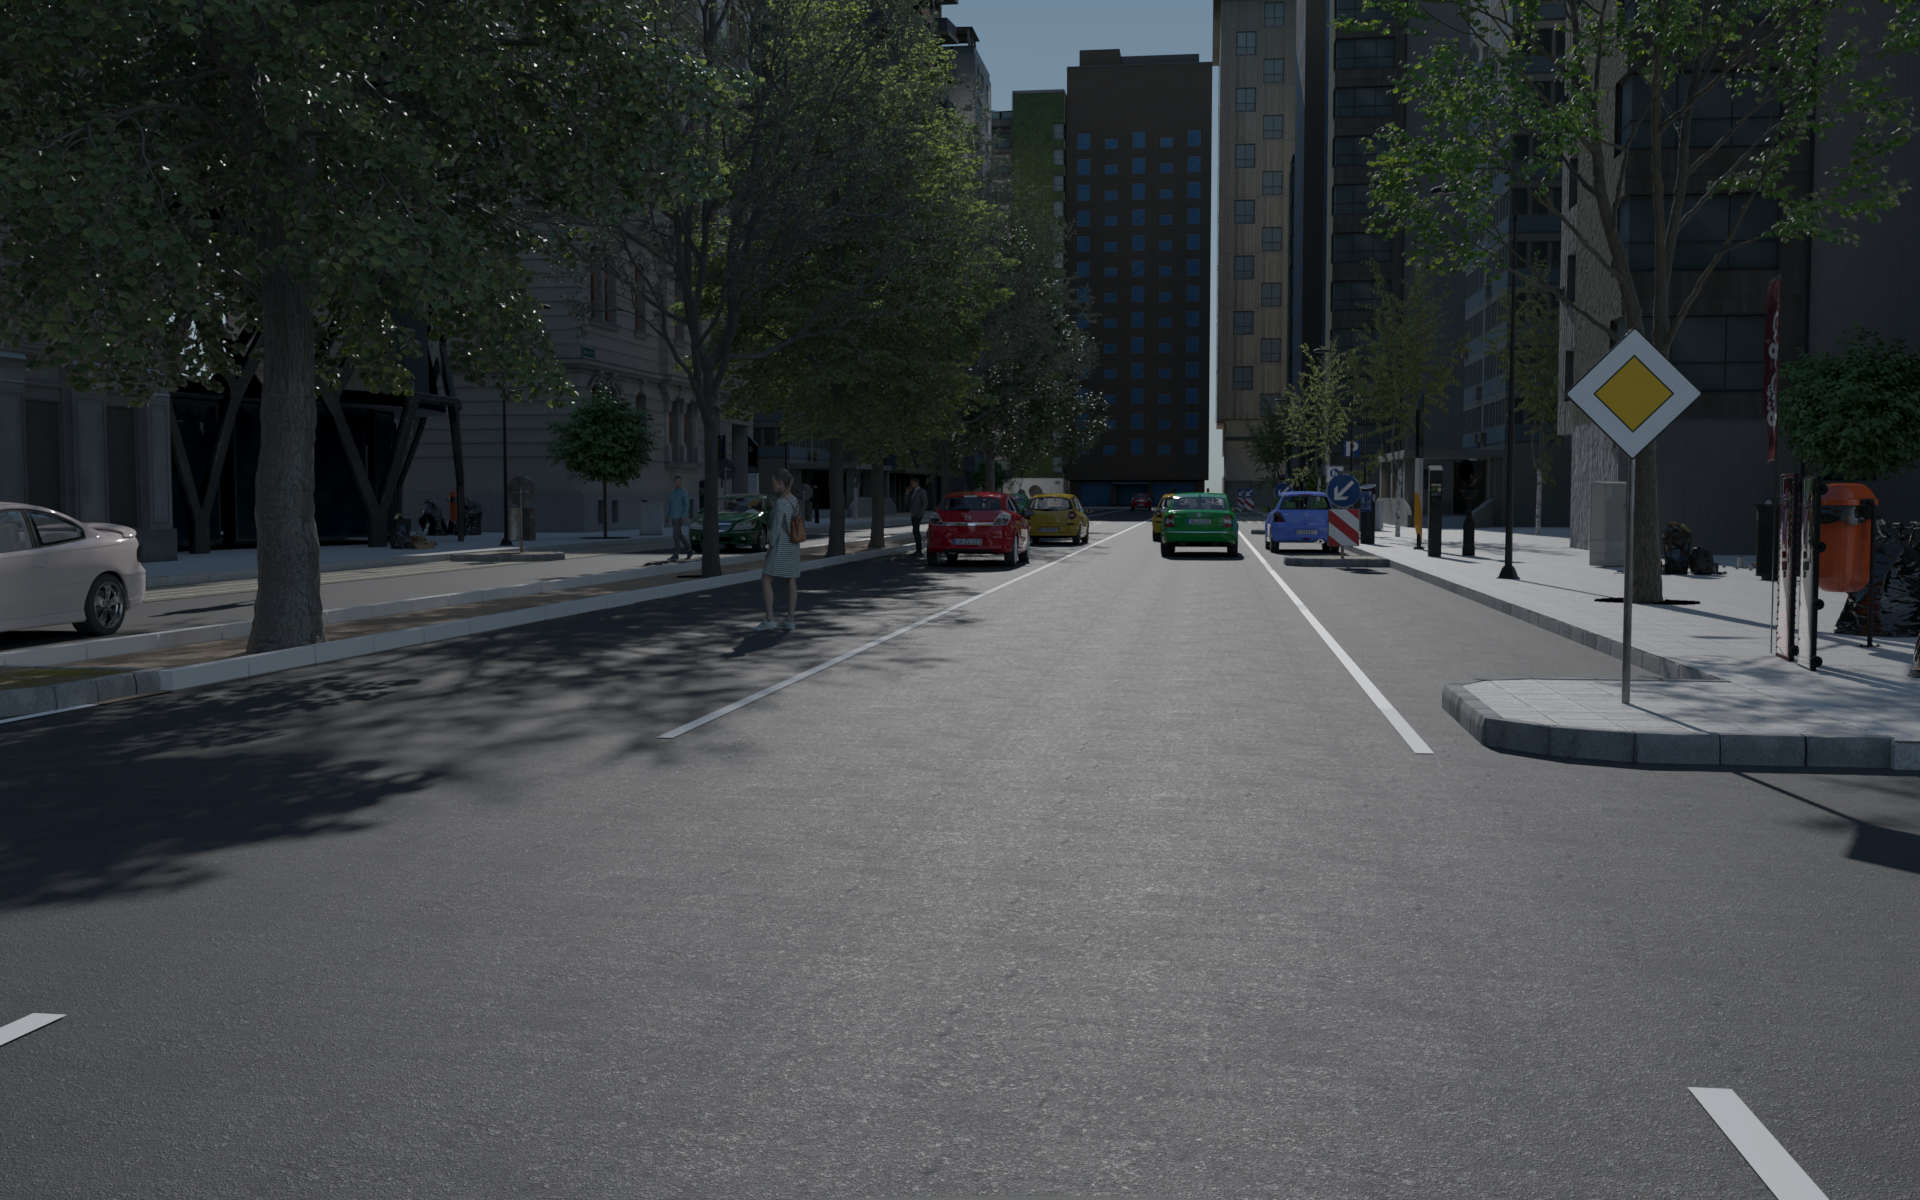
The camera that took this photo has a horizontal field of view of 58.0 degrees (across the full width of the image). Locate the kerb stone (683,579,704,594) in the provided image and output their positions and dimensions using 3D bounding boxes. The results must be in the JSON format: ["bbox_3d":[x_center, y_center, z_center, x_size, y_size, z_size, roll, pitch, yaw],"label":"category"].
[{"bbox_3d":[-3.972,-0.186,25.240,0.120,0.150,1.000,0,4,8],"label":"kerb stone"}]

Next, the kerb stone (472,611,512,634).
[{"bbox_3d":[-4.974,0.248,18.135,0.120,0.150,1.000,0,4,8],"label":"kerb stone"}]

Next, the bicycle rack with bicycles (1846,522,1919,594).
[{"bbox_3d":[12.293,-0.491,21.416,2.925,0.926,2.852,0,4,-6],"label":"bicycle rack with bicycles"}]

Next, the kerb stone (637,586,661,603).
[{"bbox_3d":[-4.261,-0.062,23.205,0.120,0.150,1.000,0,4,8],"label":"kerb stone"}]

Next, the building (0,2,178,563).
[{"bbox_3d":[-20.912,-10.722,24.452,9.793,20.994,18.267,0,4,8],"label":"building"}]

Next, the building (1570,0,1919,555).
[{"bbox_3d":[21.819,-16.505,41.558,14.160,30.474,14.107,0,4,8],"label":"building"}]

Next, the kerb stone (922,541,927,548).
[{"bbox_3d":[-1.085,-1.426,45.508,0.120,0.150,1.000,0,4,8],"label":"kerb stone"}]

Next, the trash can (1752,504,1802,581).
[{"bbox_3d":[12.175,-0.862,25.754,0.748,1.137,0.748,0,3,0],"label":"trash can"}]

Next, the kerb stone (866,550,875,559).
[{"bbox_3d":[-2.087,-0.992,38.414,0.120,0.150,1.000,0,4,8],"label":"kerb stone"}]

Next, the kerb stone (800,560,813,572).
[{"bbox_3d":[-2.957,-0.620,32.331,0.120,0.150,1.000,0,4,8],"label":"kerb stone"}]

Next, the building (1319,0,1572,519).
[{"bbox_3d":[39.989,-25.854,114.592,32.217,40.220,23.993,0,4,8],"label":"building"}]

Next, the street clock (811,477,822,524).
[{"bbox_3d":[-6.226,-4.327,75.318,0.471,2.002,0.358,-1,4,-14],"label":"street clock"}]

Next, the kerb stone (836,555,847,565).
[{"bbox_3d":[-2.525,-0.806,35.372,0.120,0.150,1.000,0,4,8],"label":"kerb stone"}]

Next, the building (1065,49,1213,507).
[{"bbox_3d":[18.518,-32.264,177.623,14.200,45.320,14.600,0,4,8],"label":"building"}]

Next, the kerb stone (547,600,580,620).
[{"bbox_3d":[-4.686,0.124,20.162,0.120,0.150,1.000,0,4,8],"label":"kerb stone"}]

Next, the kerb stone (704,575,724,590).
[{"bbox_3d":[-3.818,-0.248,26.253,0.120,0.150,1.000,0,4,8],"label":"kerb stone"}]

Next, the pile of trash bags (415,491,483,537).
[{"bbox_3d":[-15.723,-2.676,53.508,1.912,1.369,3.447,-1,4,-23],"label":"pile of trash bags"}]

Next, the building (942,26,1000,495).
[{"bbox_3d":[-4.544,-28.861,155.474,14.086,41.232,14.154,0,4,8],"label":"building"}]

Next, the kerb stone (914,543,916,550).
[{"bbox_3d":[-1.226,-1.364,44.495,0.120,0.150,1.000,0,4,8],"label":"kerb stone"}]

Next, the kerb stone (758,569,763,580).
[{"bbox_3d":[-3.388,-0.434,29.290,0.120,0.150,1.000,0,4,8],"label":"kerb stone"}]

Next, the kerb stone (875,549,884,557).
[{"bbox_3d":[-1.945,-1.052,39.428,0.120,0.150,1.000,0,4,8],"label":"kerb stone"}]

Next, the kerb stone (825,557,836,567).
[{"bbox_3d":[-2.672,-0.741,34.359,0.120,0.150,1.000,0,4,8],"label":"kerb stone"}]

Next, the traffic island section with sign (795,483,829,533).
[{"bbox_3d":[-5.856,-3.394,64.123,1.989,1.847,2.006,0,4,8],"label":"traffic island section with sign"}]

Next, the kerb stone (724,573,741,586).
[{"bbox_3d":[-3.678,-0.310,27.266,0.120,0.150,1.000,0,4,8],"label":"kerb stone"}]

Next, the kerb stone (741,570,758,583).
[{"bbox_3d":[-3.534,-0.367,28.278,0.120,0.150,1.000,0,4,8],"label":"kerb stone"}]

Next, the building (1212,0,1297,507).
[{"bbox_3d":[40.164,-36.226,181.528,27.495,52.752,28.713,0,4,8],"label":"building"}]

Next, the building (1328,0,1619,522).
[{"bbox_3d":[27.639,-19.923,97.436,14.160,30.474,14.107,0,4,8],"label":"building"}]

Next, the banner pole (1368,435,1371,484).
[{"bbox_3d":[16.922,-4.991,71.621,0.401,3.779,0.863,1,4,20],"label":"banner pole"}]

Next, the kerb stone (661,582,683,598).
[{"bbox_3d":[-4.111,-0.124,24.217,0.120,0.150,1.000,0,4,8],"label":"kerb stone"}]

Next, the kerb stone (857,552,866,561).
[{"bbox_3d":[-2.230,-0.930,37.398,0.120,0.150,1.000,0,4,8],"label":"kerb stone"}]

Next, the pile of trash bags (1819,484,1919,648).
[{"bbox_3d":[8.727,-0.348,15.450,3.447,1.369,1.912,-2,4,-31],"label":"pile of trash bags"}]

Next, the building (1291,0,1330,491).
[{"bbox_3d":[33.328,-29.634,134.634,14.600,45.320,14.200,0,4,8],"label":"building"}]

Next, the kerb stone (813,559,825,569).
[{"bbox_3d":[-2.810,-0.682,33.345,0.120,0.150,1.000,0,4,8],"label":"kerb stone"}]

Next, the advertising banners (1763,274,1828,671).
[{"bbox_3d":[6.407,-1.050,13.354,0.090,3.025,2.074,1,4,14],"label":"advertising banners"}]

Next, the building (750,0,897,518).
[{"bbox_3d":[-20.883,-25.094,102.175,32.217,40.220,23.993,0,4,8],"label":"building"}]

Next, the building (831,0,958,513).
[{"bbox_3d":[-12.100,-28.953,128.010,22.147,44.769,28.867,0,4,8],"label":"building"}]

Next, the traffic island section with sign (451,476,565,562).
[{"bbox_3d":[-9.667,-1.762,37.433,1.989,1.847,2.006,0,4,8],"label":"traffic island section with sign"}]

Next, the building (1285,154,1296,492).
[{"bbox_3d":[35.208,-23.083,149.113,14.160,30.474,14.107,0,4,8],"label":"building"}]

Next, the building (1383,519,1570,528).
[{"bbox_3d":[34.045,-23.106,69.672,32.217,40.220,23.993,0,4,8],"label":"building"}]

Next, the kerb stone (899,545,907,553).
[{"bbox_3d":[-1.516,-1.240,42.471,0.120,0.150,1.000,0,4,8],"label":"kerb stone"}]

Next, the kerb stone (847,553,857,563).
[{"bbox_3d":[-2.383,-0.868,36.387,0.120,0.150,1.000,0,4,8],"label":"kerb stone"}]

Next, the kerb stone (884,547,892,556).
[{"bbox_3d":[-1.790,-1.113,40.445,0.120,0.150,1.000,0,4,8],"label":"kerb stone"}]

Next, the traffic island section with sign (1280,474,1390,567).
[{"bbox_3d":[7.574,-1.612,34.977,1.989,1.847,2.006,0,4,8],"label":"traffic island section with sign"}]

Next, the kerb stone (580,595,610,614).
[{"bbox_3d":[-4.546,0.062,21.179,0.120,0.150,1.000,0,4,8],"label":"kerb stone"}]

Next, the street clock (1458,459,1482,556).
[{"bbox_3d":[10.550,-1.915,35.877,0.358,2.002,0.471,-2,4,-26],"label":"street clock"}]

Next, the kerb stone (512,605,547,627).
[{"bbox_3d":[-4.836,0.189,19.148,0.120,0.150,1.000,0,4,8],"label":"kerb stone"}]

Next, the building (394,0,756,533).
[{"bbox_3d":[-17.043,-17.188,68.418,14.401,28.519,23.554,0,4,8],"label":"building"}]

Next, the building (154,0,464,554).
[{"bbox_3d":[-21.774,-10.761,43.400,16.820,18.784,16.811,0,4,8],"label":"building"}]

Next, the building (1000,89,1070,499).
[{"bbox_3d":[4.477,-30.328,179.454,14.086,41.232,14.154,0,4,8],"label":"building"}]

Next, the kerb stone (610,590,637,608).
[{"bbox_3d":[-4.399,0.000,22.192,0.120,0.150,1.000,0,4,8],"label":"kerb stone"}]

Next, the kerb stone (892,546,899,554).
[{"bbox_3d":[-1.657,-1.175,41.459,0.120,0.150,1.000,0,4,8],"label":"kerb stone"}]

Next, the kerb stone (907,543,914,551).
[{"bbox_3d":[-1.368,-1.302,43.483,0.120,0.150,1.000,0,4,8],"label":"kerb stone"}]
